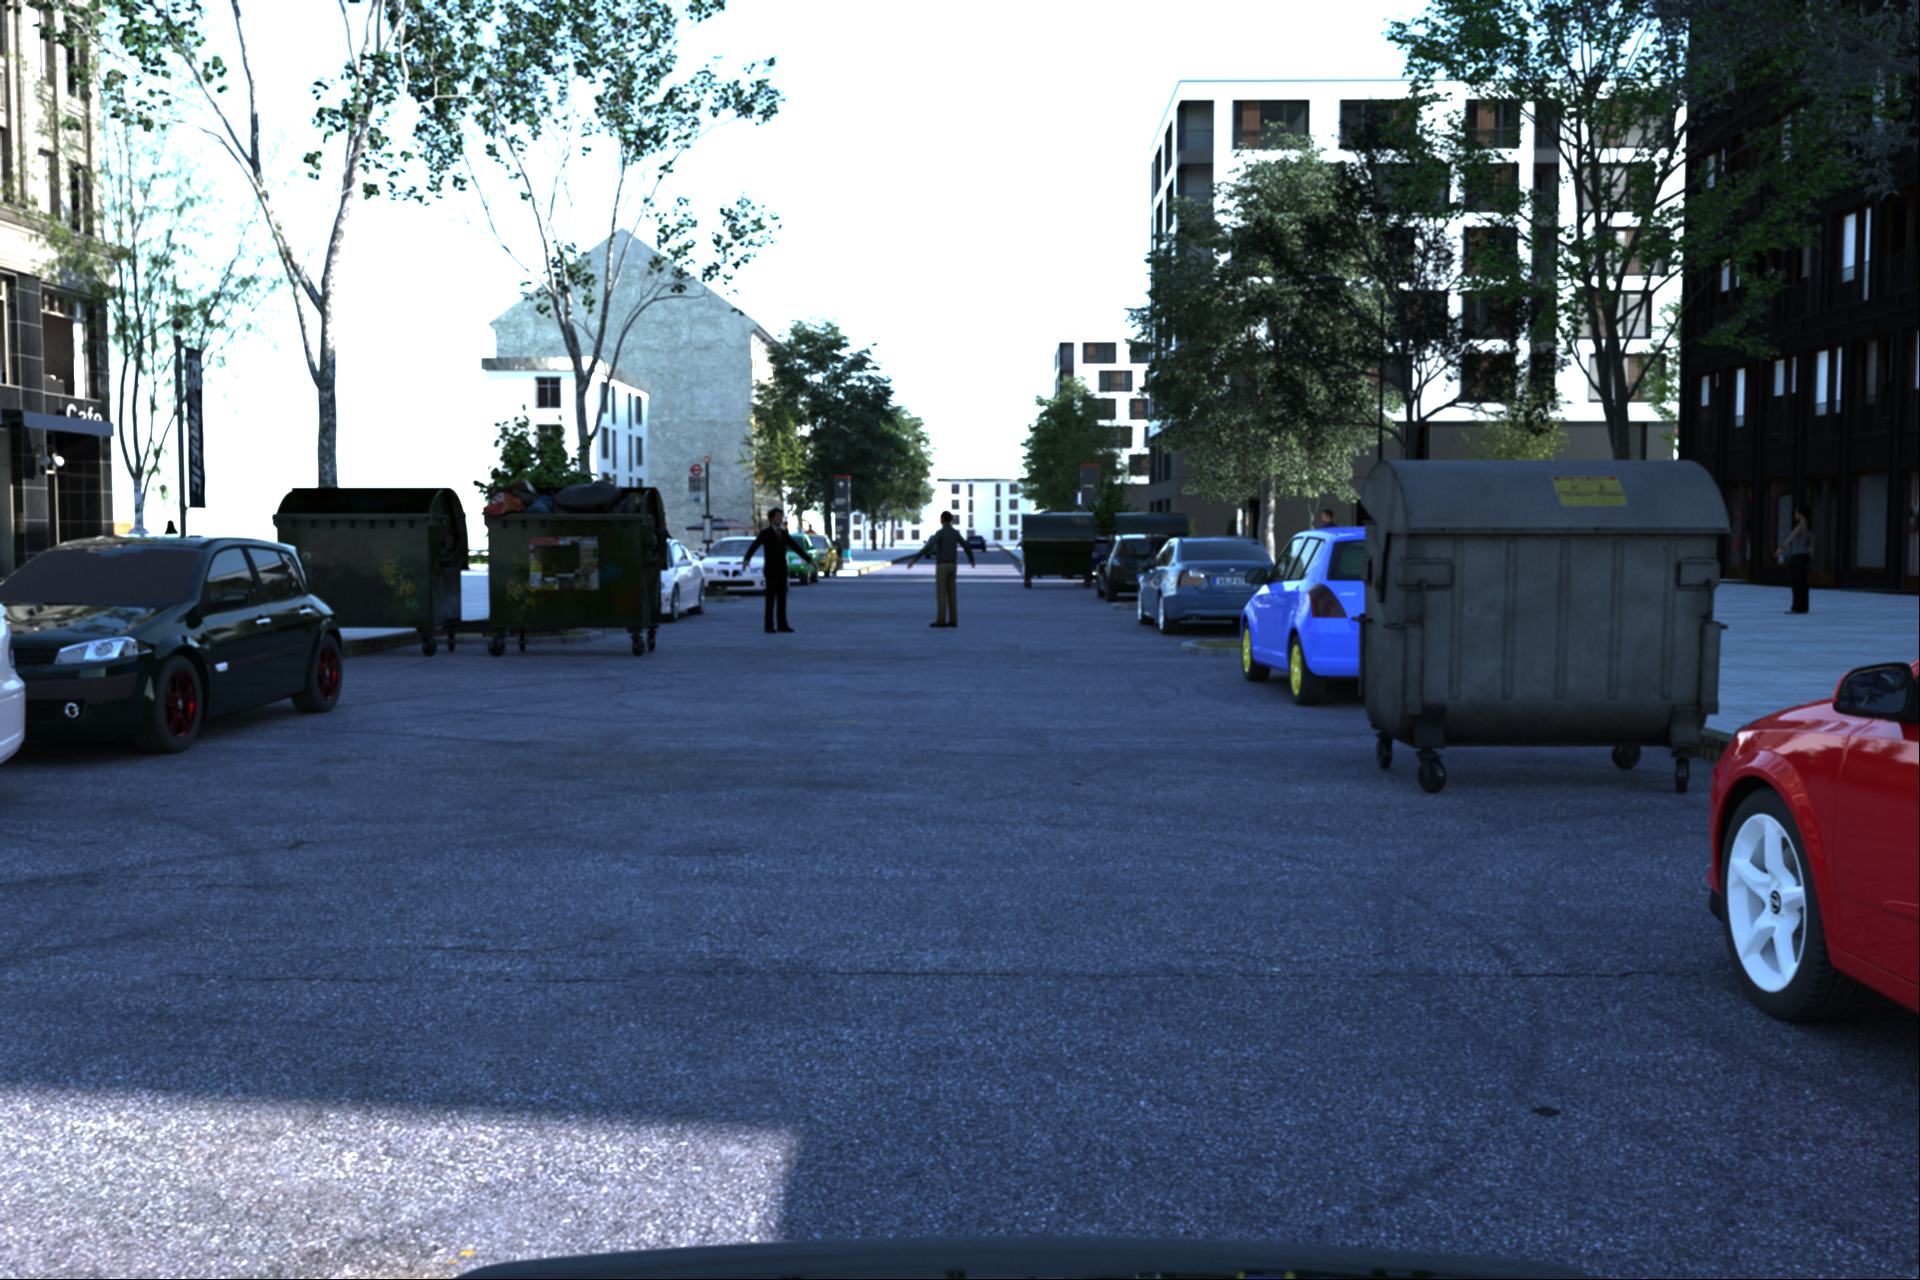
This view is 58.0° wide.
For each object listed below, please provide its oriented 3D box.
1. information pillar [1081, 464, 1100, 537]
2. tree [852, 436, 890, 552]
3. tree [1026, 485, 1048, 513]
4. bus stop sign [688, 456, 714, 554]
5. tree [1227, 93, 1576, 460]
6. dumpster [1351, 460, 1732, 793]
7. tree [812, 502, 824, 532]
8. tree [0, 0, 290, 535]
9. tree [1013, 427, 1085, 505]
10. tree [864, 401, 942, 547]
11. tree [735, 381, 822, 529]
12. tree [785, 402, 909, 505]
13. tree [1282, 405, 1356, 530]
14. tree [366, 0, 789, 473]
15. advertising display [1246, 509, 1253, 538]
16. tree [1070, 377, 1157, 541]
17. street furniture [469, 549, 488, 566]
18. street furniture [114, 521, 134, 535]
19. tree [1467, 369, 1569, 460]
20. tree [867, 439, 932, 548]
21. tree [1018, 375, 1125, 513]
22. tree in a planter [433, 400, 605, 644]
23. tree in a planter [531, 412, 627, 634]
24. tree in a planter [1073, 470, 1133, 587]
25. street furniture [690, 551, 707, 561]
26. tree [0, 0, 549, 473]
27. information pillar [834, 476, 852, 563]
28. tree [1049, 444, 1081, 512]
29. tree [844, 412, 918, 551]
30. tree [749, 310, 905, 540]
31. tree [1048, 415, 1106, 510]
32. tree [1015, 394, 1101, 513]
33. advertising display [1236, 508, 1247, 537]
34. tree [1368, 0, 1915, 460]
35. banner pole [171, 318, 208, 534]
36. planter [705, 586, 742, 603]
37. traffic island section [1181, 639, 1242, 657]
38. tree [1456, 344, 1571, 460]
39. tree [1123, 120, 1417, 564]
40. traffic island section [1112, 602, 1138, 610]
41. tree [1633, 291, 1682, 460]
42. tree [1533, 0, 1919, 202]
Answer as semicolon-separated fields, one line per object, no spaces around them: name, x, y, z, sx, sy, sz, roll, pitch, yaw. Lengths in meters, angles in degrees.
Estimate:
information pillar;4.789;-4.555;63.848;0.750;3.857;0.750;0;4;-1
tree;-6.836;-10.614;123.902;4.737;8.622;4.395;0;3;0
tree;8.452;-13.097;164.504;4.737;8.622;4.395;0;3;0
bus stop sign;-8.877;-4.326;59.427;0.855;3.939;0.416;0;4;2
tree;9.563;-6.276;37.025;7.601;10.594;8.767;2;4;27
dumpster;3.304;-0.112;10.044;1.865;1.857;1.264;0;4;0
tree;-19.546;-18.615;254.711;4.360;8.622;3.978;0;3;0
tree;-11.549;-4.481;23.628;4.360;8.622;3.978;0;3;0
tree;8.529;-13.979;154.307;9.928;11.665;9.643;0;3;0
tree;-6.403;-15.874;166.192;9.857;13.997;8.962;0;3;0
tree;-8.402;-8.075;82.380;4.737;8.622;4.395;0;3;0
tree;-7.751;-11.049;115.071;8.767;10.594;7.601;0;4;-6
tree;14.594;-7.390;71.190;4.360;8.622;3.978;0;3;0
tree;-10.738;-11.845;49.550;12.611;20.169;13.585;0;3;0
advertising display;7.434;-2.424;44.849;0.123;1.923;0.974;0;4;0
tree;6.914;-8.056;82.079;4.360;8.622;3.978;0;3;0
street furniture;-21.941;-3.359;70.539;10.072;0.657;5.734;-3;5;-39
street furniture;-30.696;-3.241;59.837;11.010;1.723;9.812;-1;4;-15
tree;24.342;-7.608;74.750;4.737;8.622;4.395;0;3;0
tree;-6.841;-13.482;154.835;8.767;10.594;7.601;-1;4;-11
tree;7.935;-12.535;123.075;7.486;12.596;7.792;0;3;0
tree in a planter;-5.915;-1.601;23.391;1.991;3.239;1.994;0;4;1
tree in a planter;-5.910;-1.727;25.465;1.991;3.239;1.994;0;4;1
tree in a planter;4.135;-3.102;47.942;1.991;3.239;1.994;0;4;1
street furniture;-11.132;-3.895;79.307;5.734;0.657;10.072;1;4;12
tree;-13.007;-10.824;32.856;12.611;20.169;13.585;0;3;0
information pillar;-5.229;-5.359;76.996;0.750;3.857;0.750;0;4;2
tree;8.755;-11.107;131.968;4.360;8.622;3.978;0;3;0
tree;-6.796;-12.798;135.003;9.928;11.665;9.643;0;3;0
tree;-7.430;-11.709;98.105;9.857;13.997;8.962;0;3;0
tree;7.462;-9.551;106.523;4.737;8.622;4.395;0;3;0
tree;8.319;-13.624;140.879;7.486;12.596;7.792;0;3;0
advertising display;7.113;-2.362;43.827;0.123;1.923;0.974;0;4;1
tree;9.724;-6.108;25.625;9.928;11.665;9.643;0;3;0
banner pole;-9.064;-1.859;20.409;0.401;3.779;0.863;0;4;0
planter;-5.716;-0.968;36.964;1.991;0.319;1.994;0;4;2
traffic island section;3.736;0.103;21.180;1.991;0.108;1.994;0;4;1
tree;21.456;-7.046;65.560;4.360;8.622;3.978;0;3;0
tree;9.875;-9.095;55.358;9.857;13.997;8.962;0;3;0
traffic island section;3.942;-0.643;33.387;1.991;0.108;1.994;0;4;2
tree;29.540;-8.593;66.255;9.928;11.665;9.643;0;3;0
tree;9.600;-6.310;13.536;12.009;13.543;11.850;0;3;0
